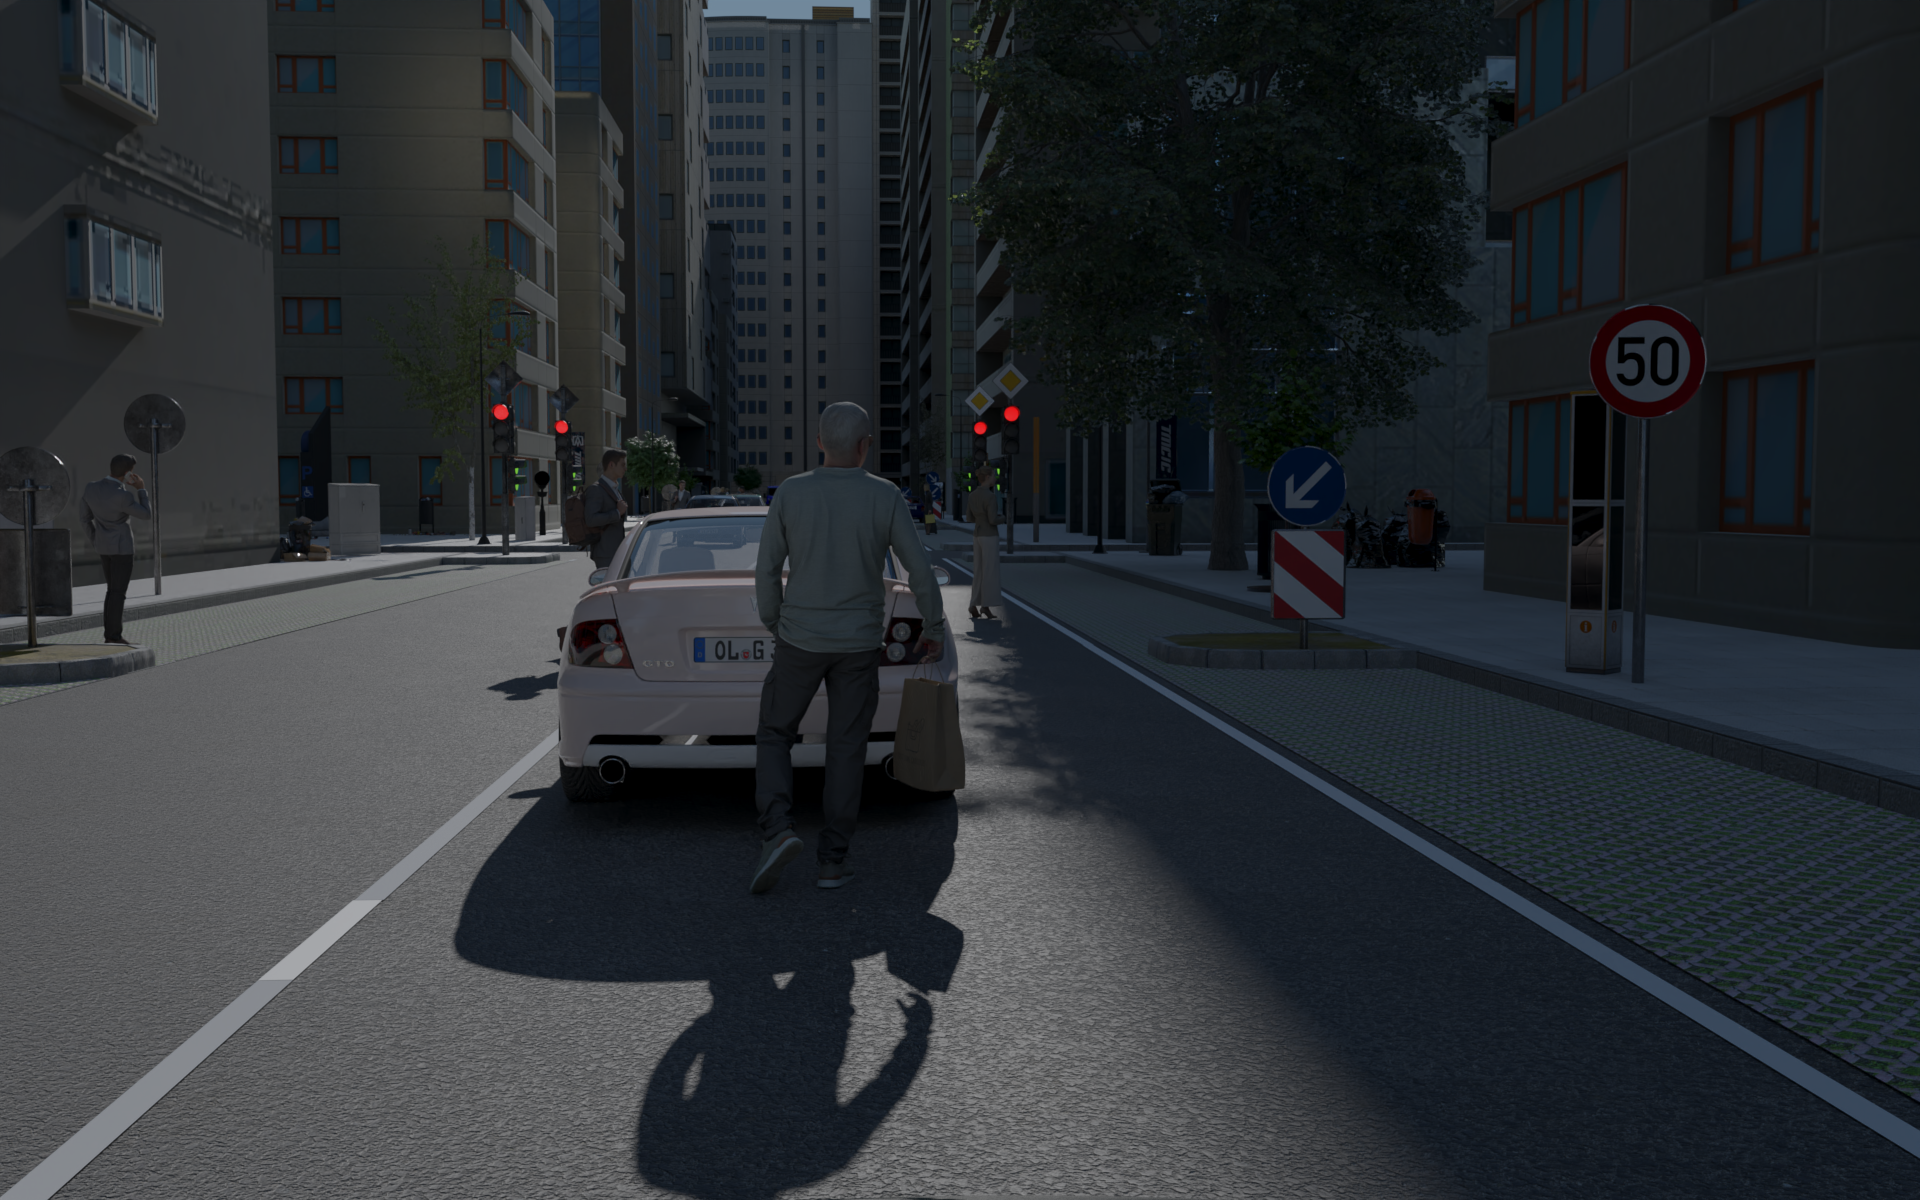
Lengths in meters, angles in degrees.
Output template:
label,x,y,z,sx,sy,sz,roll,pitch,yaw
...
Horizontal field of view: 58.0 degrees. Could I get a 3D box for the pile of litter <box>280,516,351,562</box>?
label,x,y,z,sx,sy,sz,roll,pitch,yaw
pile of litter,-12.601,-1.177,33.207,1.719,0.858,1.176,0,4,-7

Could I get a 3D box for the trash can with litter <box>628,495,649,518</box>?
label,x,y,z,sx,sy,sz,roll,pitch,yaw
trash can with litter,-17.364,-5.048,93.594,2.233,1.210,1.678,0,4,-3

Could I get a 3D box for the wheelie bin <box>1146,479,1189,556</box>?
label,x,y,z,sx,sy,sz,roll,pitch,yaw
wheelie bin,4.295,-1.727,36.143,0.980,1.594,0.693,2,4,24

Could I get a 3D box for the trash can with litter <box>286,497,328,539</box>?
label,x,y,z,sx,sy,sz,roll,pitch,yaw
trash can with litter,-18.775,-2.322,49.030,1.678,1.210,2.233,-1,4,-22

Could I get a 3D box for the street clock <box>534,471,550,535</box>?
label,x,y,z,sx,sy,sz,roll,pitch,yaw
street clock,-12.973,-3.010,53.784,0.471,2.002,0.358,-1,4,-19

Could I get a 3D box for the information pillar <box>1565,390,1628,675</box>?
label,x,y,z,sx,sy,sz,roll,pitch,yaw
information pillar,4.561,-0.484,12.411,0.304,2.012,0.304,3,5,44

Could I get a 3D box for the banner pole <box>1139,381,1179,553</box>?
label,x,y,z,sx,sy,sz,roll,pitch,yaw
banner pole,4.342,-2.923,37.806,0.863,3.779,0.401,0,4,-2

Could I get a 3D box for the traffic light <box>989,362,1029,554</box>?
label,x,y,z,sx,sy,sz,roll,pitch,yaw
traffic light,1.056,-2.944,37.055,0.839,4.253,0.868,0,4,-4

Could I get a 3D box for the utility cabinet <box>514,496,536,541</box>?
label,x,y,z,sx,sy,sz,roll,pitch,yaw
utility cabinet,-12.082,-2.258,48.087,0.306,1.237,1.020,-2,4,-31

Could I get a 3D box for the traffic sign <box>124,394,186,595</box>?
label,x,y,z,sx,sy,sz,roll,pitch,yaw
traffic sign,-10.217,-1.338,21.990,0.768,2.556,0.104,0,4,-3

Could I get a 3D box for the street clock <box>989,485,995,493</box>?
label,x,y,z,sx,sy,sz,roll,pitch,yaw
street clock,1.225,-4.087,71.390,0.471,2.002,0.358,1,4,11

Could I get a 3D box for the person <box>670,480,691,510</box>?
label,x,y,z,sx,sy,sz,roll,pitch,yaw
person,-8.198,-2.595,50.891,0.622,1.834,0.822,-1,4,-14

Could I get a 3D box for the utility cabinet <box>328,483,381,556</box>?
label,x,y,z,sx,sy,sz,roll,pitch,yaw
utility cabinet,-12.599,-1.675,36.073,0.318,1.500,1.173,2,4,23

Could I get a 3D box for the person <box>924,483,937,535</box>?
label,x,y,z,sx,sy,sz,roll,pitch,yaw
person,-1.041,-3.181,60.719,0.699,1.804,1.509,1,4,14

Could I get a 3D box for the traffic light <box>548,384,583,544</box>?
label,x,y,z,sx,sy,sz,roll,pitch,yaw
traffic light,-10.097,-3.384,44.249,0.839,4.253,0.868,0,4,-4

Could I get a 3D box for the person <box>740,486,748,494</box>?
label,x,y,z,sx,sy,sz,roll,pitch,yaw
person,-9.606,-4.167,76.972,0.623,1.781,0.721,0,3,0

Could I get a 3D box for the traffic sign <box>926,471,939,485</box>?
label,x,y,z,sx,sy,sz,roll,pitch,yaw
traffic sign,-1.539,-5.963,97.599,0.768,2.556,0.104,0,4,-4

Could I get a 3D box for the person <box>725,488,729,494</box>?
label,x,y,z,sx,sy,sz,roll,pitch,yaw
person,-14.364,-6.020,107.146,0.641,1.798,0.478,0,4,-6

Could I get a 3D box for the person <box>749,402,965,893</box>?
label,x,y,z,sx,sy,sz,roll,pitch,yaw
person,-0.374,0.163,6.326,0.782,1.767,0.515,0,4,-4

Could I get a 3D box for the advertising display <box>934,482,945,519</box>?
label,x,y,z,sx,sy,sz,roll,pitch,yaw
advertising display,-1.061,-5.176,89.840,0.123,1.923,0.974,-2,4,-30

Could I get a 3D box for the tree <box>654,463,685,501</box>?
label,x,y,z,sx,sy,sz,roll,pitch,yaw
tree,-16.516,-6.261,96.964,1.663,3.219,1.824,0,3,0

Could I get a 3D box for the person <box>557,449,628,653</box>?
label,x,y,z,sx,sy,sz,roll,pitch,yaw
person,-3.149,-0.422,15.369,0.822,1.834,0.622,0,4,-6

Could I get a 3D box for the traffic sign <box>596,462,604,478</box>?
label,x,y,z,sx,sy,sz,roll,pitch,yaw
traffic sign,-13.325,-3.989,65.324,0.768,2.556,0.104,0,4,-2

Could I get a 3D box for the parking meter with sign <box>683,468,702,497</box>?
label,x,y,z,sx,sy,sz,roll,pitch,yaw
parking meter with sign,-17.866,-7.426,117.681,1.738,3.016,0.543,0,4,1

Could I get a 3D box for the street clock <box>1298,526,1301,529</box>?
label,x,y,z,sx,sy,sz,roll,pitch,yaw
street clock,7.247,-1.960,36.611,0.471,2.002,0.358,0,4,3

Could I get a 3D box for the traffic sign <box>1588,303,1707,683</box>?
label,x,y,z,sx,sy,sz,roll,pitch,yaw
traffic sign,4.606,-0.708,11.689,0.768,2.556,0.104,0,4,6

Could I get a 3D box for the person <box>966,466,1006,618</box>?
label,x,y,z,sx,sy,sz,roll,pitch,yaw
person,0.327,-0.669,19.983,0.362,1.759,0.519,-3,4,-36

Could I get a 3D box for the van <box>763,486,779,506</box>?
label,x,y,z,sx,sy,sz,roll,pitch,yaw
van,-13.167,-7.447,126.144,2.240,2.365,5.245,0,4,-6

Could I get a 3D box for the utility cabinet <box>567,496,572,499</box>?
label,x,y,z,sx,sy,sz,roll,pitch,yaw
utility cabinet,-12.929,-2.848,57.728,0.306,1.237,1.020,0,4,6

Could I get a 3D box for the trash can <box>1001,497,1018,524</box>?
label,x,y,z,sx,sy,sz,roll,pitch,yaw
trash can,2.099,-3.782,73.490,0.748,1.137,0.748,0,3,0

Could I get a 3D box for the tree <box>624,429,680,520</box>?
label,x,y,z,sx,sy,sz,roll,pitch,yaw
tree,-15.562,-6.318,87.021,4.285,4.588,4.351,0,3,0

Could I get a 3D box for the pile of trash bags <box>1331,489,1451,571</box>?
label,x,y,z,sx,sy,sz,roll,pitch,yaw
pile of trash bags,7.599,-1.247,30.147,1.912,1.369,3.447,0,4,-3

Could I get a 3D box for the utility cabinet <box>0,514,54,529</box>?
label,x,y,z,sx,sy,sz,roll,pitch,yaw
utility cabinet,-10.793,-0.512,19.534,0.306,1.237,1.020,3,5,39

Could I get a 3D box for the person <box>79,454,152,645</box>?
label,x,y,z,sx,sy,sz,roll,pitch,yaw
person,-7.850,-0.456,16.132,0.592,1.802,0.473,3,4,36

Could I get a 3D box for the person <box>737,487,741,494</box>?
label,x,y,z,sx,sy,sz,roll,pitch,yaw
person,-11.612,-5.099,92.044,0.590,1.801,0.661,0,4,6

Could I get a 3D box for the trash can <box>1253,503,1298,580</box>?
label,x,y,z,sx,sy,sz,roll,pitch,yaw
trash can,4.779,-0.880,26.049,0.748,1.137,0.748,0,3,0

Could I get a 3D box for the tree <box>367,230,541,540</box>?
label,x,y,z,sx,sy,sz,roll,pitch,yaw
tree,-13.757,-5.956,47.738,4.737,8.622,4.395,0,3,0

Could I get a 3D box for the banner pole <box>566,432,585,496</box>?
label,x,y,z,sx,sy,sz,roll,pitch,yaw
banner pole,-13.698,-4.368,61.440,0.863,3.779,0.401,-1,4,-12

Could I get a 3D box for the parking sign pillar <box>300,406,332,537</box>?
label,x,y,z,sx,sy,sz,roll,pitch,yaw
parking sign pillar,-19.536,-3.920,52.562,1.447,3.967,1.447,0,4,3

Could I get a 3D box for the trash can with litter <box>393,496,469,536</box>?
label,x,y,z,sx,sy,sz,roll,pitch,yaw
trash can with litter,-16.345,-2.618,53.858,2.233,1.210,1.678,1,4,22

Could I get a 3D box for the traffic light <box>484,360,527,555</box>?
label,x,y,z,sx,sy,sz,roll,pitch,yaw
traffic light,-9.527,-2.897,36.284,0.839,4.253,0.868,0,4,-4

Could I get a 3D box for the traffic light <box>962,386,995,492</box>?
label,x,y,z,sx,sy,sz,roll,pitch,yaw
traffic light,0.486,-3.431,45.020,0.839,4.253,0.868,0,4,-4

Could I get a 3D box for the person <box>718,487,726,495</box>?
label,x,y,z,sx,sy,sz,roll,pitch,yaw
person,-12.704,-5.278,95.017,1.509,1.804,0.699,2,4,29
